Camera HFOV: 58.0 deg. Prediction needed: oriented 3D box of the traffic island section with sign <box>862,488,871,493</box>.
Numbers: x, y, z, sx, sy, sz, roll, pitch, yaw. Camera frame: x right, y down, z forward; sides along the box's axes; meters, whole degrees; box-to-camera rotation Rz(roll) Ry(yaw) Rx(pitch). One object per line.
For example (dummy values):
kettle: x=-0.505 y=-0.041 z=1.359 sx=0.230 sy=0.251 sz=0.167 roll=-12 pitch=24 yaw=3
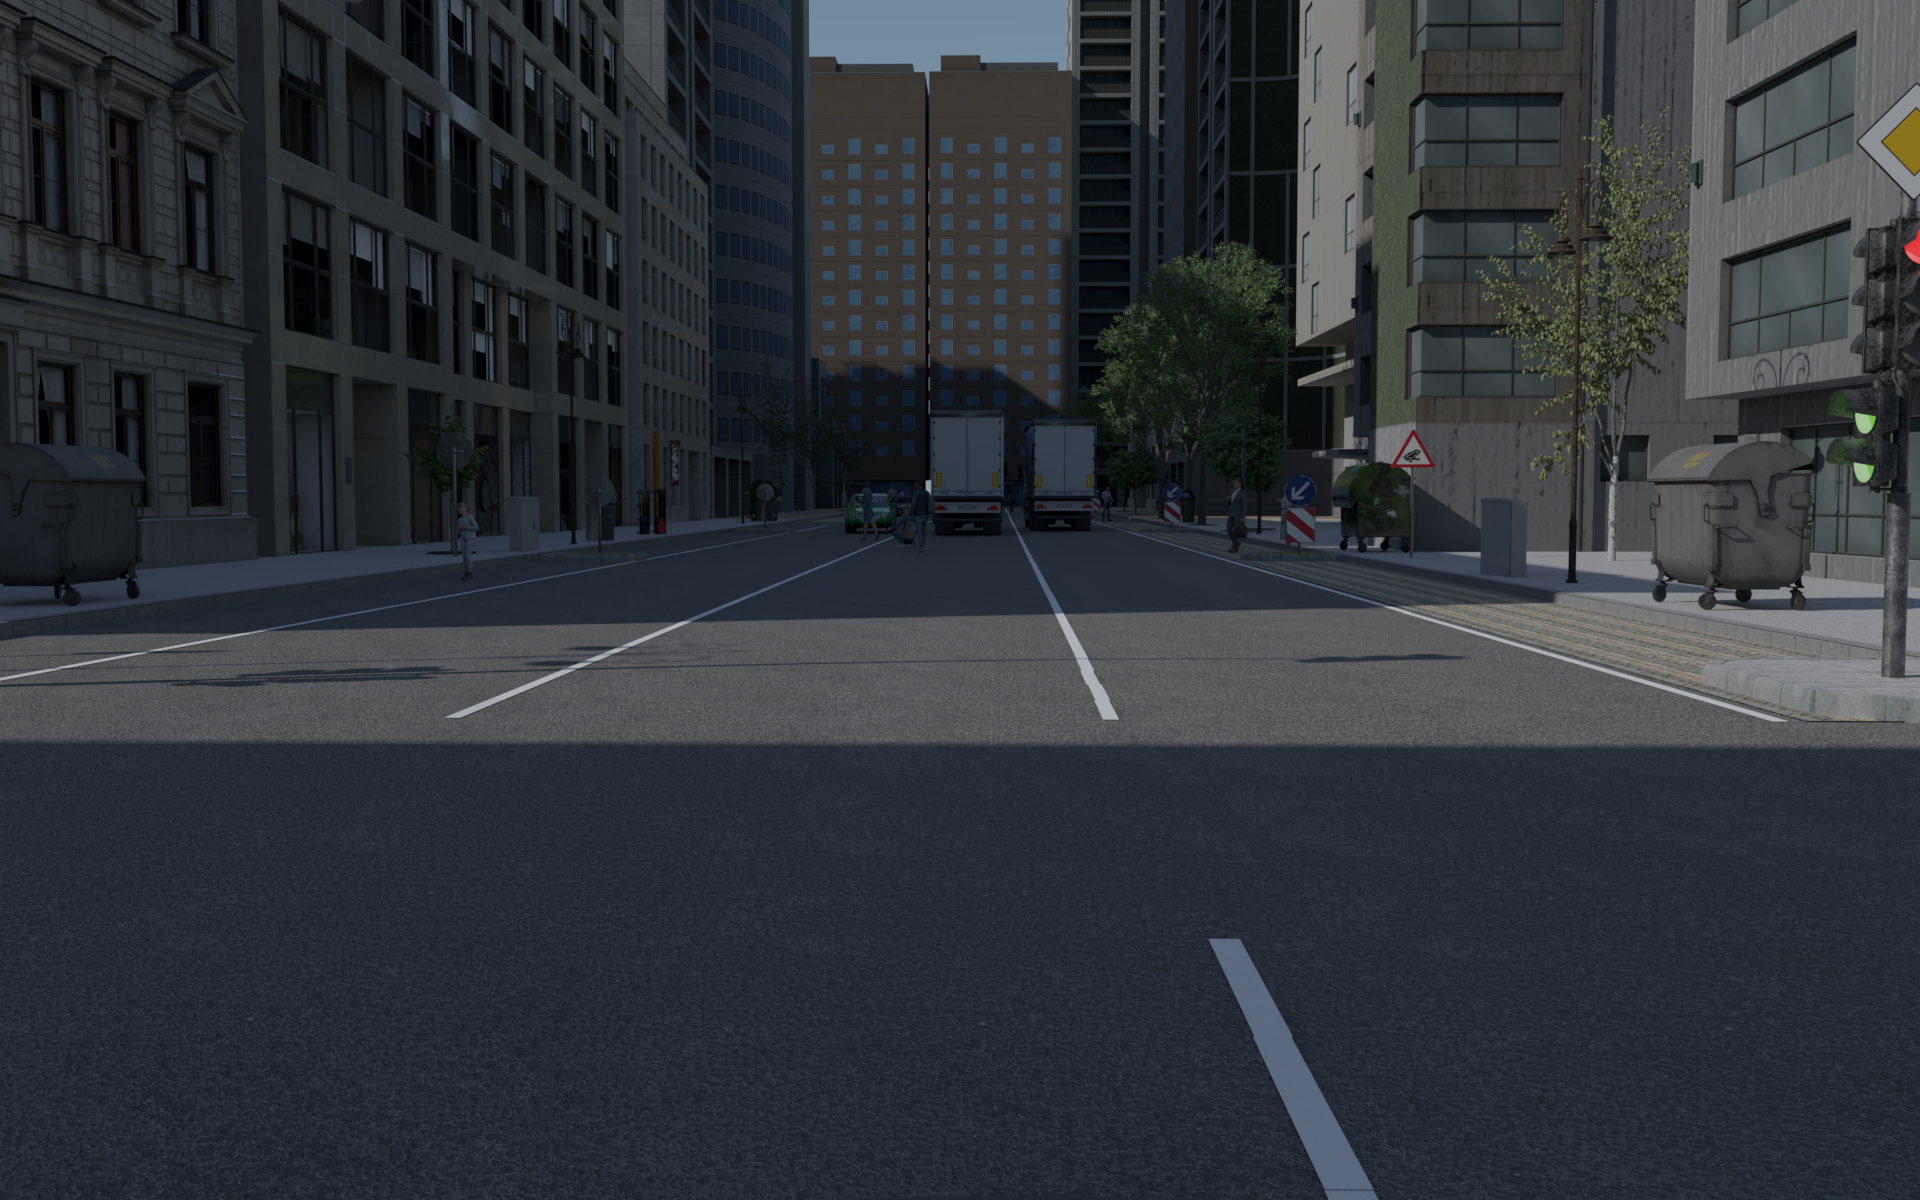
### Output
traffic island section with sign: x=-6.119 y=-6.463 z=114.298 sx=1.989 sy=1.847 sz=2.006 roll=0 pitch=4 yaw=1

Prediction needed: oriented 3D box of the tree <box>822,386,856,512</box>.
tree: x=-9.319 y=-9.726 z=109.386 sx=4.360 sy=8.622 sz=3.978 roll=0 pitch=3 yaw=0

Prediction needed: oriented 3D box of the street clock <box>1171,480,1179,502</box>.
street clock: x=10.731 y=-5.015 z=86.563 sx=0.358 sy=2.002 sz=0.471 roll=-2 pitch=4 yaw=-25

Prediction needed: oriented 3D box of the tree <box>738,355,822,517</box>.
tree: x=-9.720 y=-8.704 z=92.678 sx=4.360 sy=8.622 sz=3.978 roll=0 pitch=3 yaw=0

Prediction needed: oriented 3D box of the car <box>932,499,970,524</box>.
car: x=-0.416 y=-4.448 z=84.519 sx=2.131 sy=1.459 sz=4.920 roll=0 pitch=4 yaw=1

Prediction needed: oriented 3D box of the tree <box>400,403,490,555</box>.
tree: x=-10.789 y=-2.592 z=36.987 sx=1.663 sy=3.219 sz=1.824 roll=0 pitch=3 yaw=0

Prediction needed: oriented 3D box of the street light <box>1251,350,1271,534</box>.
street light: x=9.620 y=-5.063 z=55.561 sx=0.468 sy=5.910 sz=1.993 roll=0 pitch=4 yaw=1

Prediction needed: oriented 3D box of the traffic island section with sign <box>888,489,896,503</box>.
traffic island section with sign: x=-5.517 y=-8.113 z=141.271 sx=1.989 sy=1.847 sz=2.006 roll=0 pitch=4 yaw=1

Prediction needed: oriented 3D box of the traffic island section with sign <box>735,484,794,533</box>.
traffic island section with sign: x=-7.216 y=-3.398 z=64.186 sx=1.989 sy=1.847 sz=2.006 roll=0 pitch=4 yaw=1

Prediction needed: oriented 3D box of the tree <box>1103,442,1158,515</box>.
tree: x=11.030 y=-7.645 z=108.708 sx=4.285 sy=4.588 sz=4.351 roll=0 pitch=3 yaw=0

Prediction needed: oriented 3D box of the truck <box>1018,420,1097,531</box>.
truck: x=3.948 y=-5.018 z=70.962 sx=2.839 sy=4.237 sz=11.283 roll=0 pitch=3 yaw=0

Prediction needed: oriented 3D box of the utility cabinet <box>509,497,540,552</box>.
utility cabinet: x=-9.786 y=-1.700 z=38.965 sx=0.306 sy=1.237 sz=1.020 roll=1 pitch=4 yaw=10

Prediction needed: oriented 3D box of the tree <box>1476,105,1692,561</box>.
tree: x=12.430 y=-5.069 z=33.239 sx=4.737 sy=8.622 sz=4.395 roll=0 pitch=3 yaw=0

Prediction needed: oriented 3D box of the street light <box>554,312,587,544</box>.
street light: x=-9.873 y=-4.360 z=44.081 sx=0.468 sy=5.910 sz=1.993 roll=0 pitch=4 yaw=1

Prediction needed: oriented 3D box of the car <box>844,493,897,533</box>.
car: x=-3.298 y=-3.407 z=64.504 sx=1.959 sy=1.807 sz=4.718 roll=0 pitch=4 yaw=0

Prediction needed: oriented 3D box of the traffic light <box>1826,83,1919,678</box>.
traffic light: x=6.518 y=-1.413 z=12.020 sx=0.839 sy=4.253 sz=0.868 roll=0 pitch=4 yaw=1

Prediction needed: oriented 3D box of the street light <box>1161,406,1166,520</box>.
street light: x=10.163 y=-6.950 z=86.426 sx=0.468 sy=5.910 sz=1.993 roll=0 pitch=4 yaw=1

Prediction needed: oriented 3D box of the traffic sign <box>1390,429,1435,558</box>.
traffic sign: x=9.089 y=-2.129 z=34.817 sx=0.884 sy=2.594 sz=0.081 roll=0 pitch=4 yaw=5

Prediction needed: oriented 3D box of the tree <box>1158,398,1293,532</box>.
tree: x=9.759 y=-4.624 z=59.319 sx=4.285 sy=4.588 sz=4.351 roll=0 pitch=3 yaw=0

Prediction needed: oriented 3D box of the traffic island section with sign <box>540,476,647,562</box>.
traffic island section with sign: x=-7.810 y=-1.750 z=37.237 sx=1.989 sy=1.847 sz=2.006 roll=0 pitch=4 yaw=1

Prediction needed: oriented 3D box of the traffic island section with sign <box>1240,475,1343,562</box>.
traffic island section with sign: x=7.117 y=-1.763 z=37.456 sx=1.989 sy=1.847 sz=2.006 roll=0 pitch=4 yaw=1

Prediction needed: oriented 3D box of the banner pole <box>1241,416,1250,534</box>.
banner pole: x=9.075 y=-4.005 z=55.497 sx=0.401 sy=3.779 sz=0.863 roll=0 pitch=4 yaw=-1

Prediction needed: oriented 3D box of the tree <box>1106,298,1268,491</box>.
tree: x=10.509 y=-8.915 z=80.170 sx=8.767 sy=10.594 sz=7.601 roll=2 pitch=4 yaw=24

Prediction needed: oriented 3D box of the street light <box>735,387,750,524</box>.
street light: x=-9.387 y=-6.233 z=74.700 sx=0.468 sy=5.910 sz=1.993 roll=0 pitch=4 yaw=1

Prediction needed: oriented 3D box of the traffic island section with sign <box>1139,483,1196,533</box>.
traffic island section with sign: x=7.717 y=-3.418 z=64.505 sx=1.989 sy=1.847 sz=2.006 roll=0 pitch=4 yaw=1

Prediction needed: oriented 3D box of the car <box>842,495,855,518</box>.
car: x=-4.042 y=-3.962 z=74.995 sx=2.015 sy=1.641 sz=3.980 roll=0 pitch=4 yaw=1

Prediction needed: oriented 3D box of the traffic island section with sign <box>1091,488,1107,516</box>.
traffic island section with sign: x=8.822 y=-6.482 z=114.606 sx=1.989 sy=1.847 sz=2.006 roll=0 pitch=4 yaw=1

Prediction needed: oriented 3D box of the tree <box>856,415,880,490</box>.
tree: x=-8.294 y=-10.746 z=126.067 sx=4.360 sy=8.622 sz=3.978 roll=0 pitch=3 yaw=0

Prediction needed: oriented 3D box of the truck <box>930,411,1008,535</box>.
truck: x=0.364 y=-4.582 z=63.827 sx=2.839 sy=4.237 sz=11.283 roll=0 pitch=4 yaw=1

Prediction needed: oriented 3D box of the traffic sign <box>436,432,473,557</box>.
traffic sign: x=-10.357 y=-2.164 z=35.496 sx=0.768 sy=2.556 sz=0.104 roll=0 pitch=4 yaw=2

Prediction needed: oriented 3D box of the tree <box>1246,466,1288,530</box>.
tree: x=10.797 y=-4.144 z=62.353 sx=1.663 sy=3.219 sz=1.824 roll=0 pitch=3 yaw=0

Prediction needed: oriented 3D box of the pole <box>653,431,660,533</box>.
pole: x=-9.894 y=-3.828 z=56.438 sx=0.158 sy=3.312 sz=0.155 roll=0 pitch=3 yaw=0

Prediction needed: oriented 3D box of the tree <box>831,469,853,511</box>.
tree: x=-8.975 y=-8.500 z=133.568 sx=1.663 sy=3.219 sz=1.824 roll=0 pitch=3 yaw=0

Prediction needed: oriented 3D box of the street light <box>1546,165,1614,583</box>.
street light: x=8.824 y=-3.181 z=24.799 sx=0.468 sy=5.910 sz=1.993 roll=0 pitch=4 yaw=1

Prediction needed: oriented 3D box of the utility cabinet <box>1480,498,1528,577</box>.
utility cabinet: x=8.524 y=-0.978 z=27.144 sx=0.306 sy=1.237 sz=1.020 roll=-1 pitch=4 yaw=-9

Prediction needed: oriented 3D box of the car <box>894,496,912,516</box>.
car: x=-3.291 y=-6.073 z=111.876 sx=1.945 sy=1.354 sz=3.894 roll=0 pitch=3 yaw=0

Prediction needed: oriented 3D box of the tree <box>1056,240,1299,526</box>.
tree: x=10.048 y=-8.853 z=70.500 sx=9.928 sy=11.665 sz=9.643 roll=0 pitch=3 yaw=0

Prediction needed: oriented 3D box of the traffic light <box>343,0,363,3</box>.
traffic light: x=-6.546 y=-2.303 z=12.325 sx=4.771 sy=5.953 sz=1.251 roll=0 pitch=4 yaw=1
